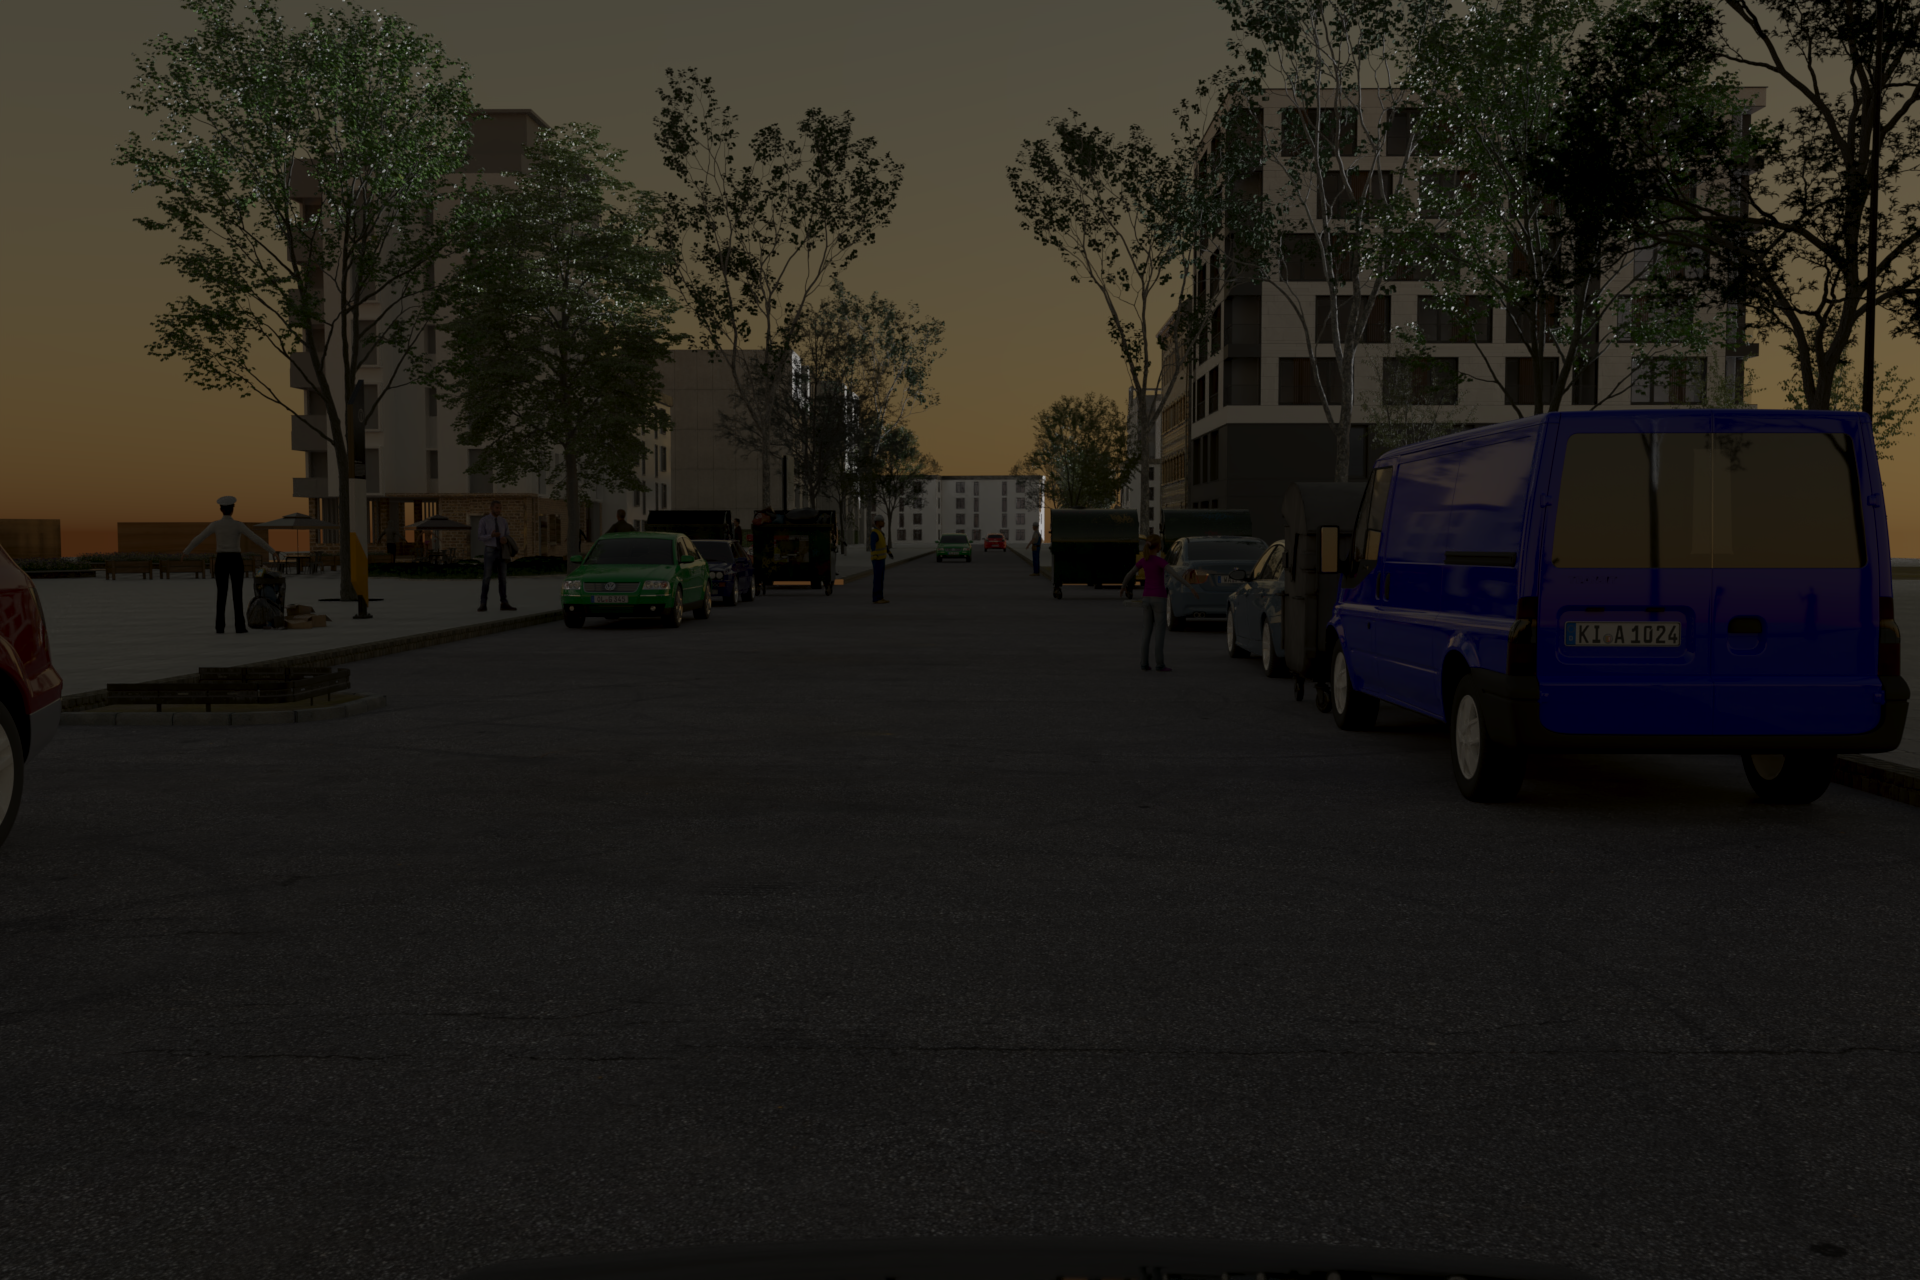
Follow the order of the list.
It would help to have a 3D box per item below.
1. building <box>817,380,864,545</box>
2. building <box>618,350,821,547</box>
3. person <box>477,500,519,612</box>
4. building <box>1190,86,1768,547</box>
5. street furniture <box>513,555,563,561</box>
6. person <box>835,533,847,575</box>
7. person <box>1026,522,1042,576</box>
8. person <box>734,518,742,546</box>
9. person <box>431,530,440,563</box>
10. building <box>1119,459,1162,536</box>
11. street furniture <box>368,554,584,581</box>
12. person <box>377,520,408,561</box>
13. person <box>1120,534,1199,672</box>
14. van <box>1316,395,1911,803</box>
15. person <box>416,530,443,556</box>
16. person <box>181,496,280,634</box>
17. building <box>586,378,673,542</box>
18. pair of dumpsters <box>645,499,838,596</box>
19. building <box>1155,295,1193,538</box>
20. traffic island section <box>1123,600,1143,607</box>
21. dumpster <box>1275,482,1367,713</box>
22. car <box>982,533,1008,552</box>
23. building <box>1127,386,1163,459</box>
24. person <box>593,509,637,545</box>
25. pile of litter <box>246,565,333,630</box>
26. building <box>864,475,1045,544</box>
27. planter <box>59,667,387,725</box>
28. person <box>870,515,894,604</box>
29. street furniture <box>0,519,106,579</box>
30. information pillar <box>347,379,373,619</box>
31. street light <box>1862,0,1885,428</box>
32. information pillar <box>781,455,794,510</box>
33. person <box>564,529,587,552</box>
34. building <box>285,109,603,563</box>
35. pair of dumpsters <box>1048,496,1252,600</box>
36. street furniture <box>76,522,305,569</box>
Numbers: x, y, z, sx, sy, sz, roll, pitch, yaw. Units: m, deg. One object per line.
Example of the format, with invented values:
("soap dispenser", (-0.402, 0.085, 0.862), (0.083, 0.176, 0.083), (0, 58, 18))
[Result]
("building", (-21.665, -21.340, 215.366), (16.747, 18.905, 31.486), (0, 4, 2))
("building", (-24.308, -19.290, 181.844), (16.747, 18.905, 31.486), (0, 4, 0))
("person", (-7.644, -1.393, 28.684), (0.709, 1.838, 0.599), (-3, 5, -43))
("building", (26.518, -15.408, 95.898), (27.936, 21.610, 32.646), (0, 4, 1))
("street furniture", (-12.461, -3.205, 68.030), (10.072, 0.657, 5.734), (-1, 4, -14))
("person", (-3.976, -2.933, 53.739), (0.705, 1.856, 1.354), (-3, 5, -40))
("person", (2.572, -3.115, 59.239), (0.705, 1.847, 1.347), (1, 4, 21))
("person", (-7.500, -3.177, 58.085), (0.704, 1.812, 1.346), (-1, 4, -17))
("person", (-22.357, -4.130, 73.709), (0.705, 1.806, 1.347), (-2, 4, -24))
("building", (23.346, -15.338, 192.916), (9.099, 9.664, 28.070), (0, 4, 1))
("street furniture", (-14.390, -2.272, 52.767), (5.734, 0.657, 10.072), (1, 4, 18))
("person", (-21.638, -3.658, 65.936), (1.348, 1.813, 0.705), (1, 4, 17))
("person", (2.064, -0.390, 18.103), (0.991, 1.433, 0.599), (3, 5, 41))
("van", (3.666, -0.398, 10.886), (2.240, 2.365, 5.245), (0, 4, 0))
("person", (-21.991, -3.971, 71.732), (1.217, 1.733, 0.721), (1, 4, 16))
("person", (-9.464, -0.979, 22.461), (1.216, 1.778, 0.721), (-1, 4, -11))
("building", (-22.153, -10.046, 106.398), (9.099, 9.664, 28.070), (0, 4, 0))
("pair of dumpsters", (-5.086, -2.171, 40.445), (4.436, 2.255, 1.574), (0, 4, 1))
("building", (24.393, -17.847, 122.733), (19.493, 23.208, 18.063), (0, 4, 1))
("traffic island section", (4.292, -0.726, 34.730), (1.991, 0.108, 1.994), (0, 4, 1))
("dumpster", (3.619, -0.374, 14.330), (1.865, 1.857, 1.264), (0, 4, 0))
("car", (2.862, -8.056, 140.760), (2.155, 1.783, 4.494), (0, 4, 1))
("building", (26.374, -22.270, 220.536), (16.016, 20.090, 11.380), (0, 4, 1))
("person", (-7.153, -1.856, 36.523), (1.348, 1.807, 0.705), (-3, 5, -41))
("pile of litter", (-9.286, -0.612, 23.978), (1.176, 0.858, 1.719), (0, 4, 1))
("building", (-2.458, -18.375, 245.033), (28.070, 9.664, 9.099), (1, 4, 10))
("planter", (-5.778, 0.440, 13.953), (1.991, 0.319, 1.994), (0, 4, 1))
("person", (-1.646, -1.673, 35.773), (0.705, 1.833, 1.349), (1, 4, 13))
("street furniture", (-29.703, -2.561, 48.734), (11.010, 1.723, 9.812), (1, 4, 23))
("information pillar", (-9.069, -2.125, 26.102), (0.183, 3.616, 0.504), (0, 4, 2))
("street light", (7.803, -2.524, 13.805), (1.470, 5.913, 1.316), (0, 4, 0))
("information pillar", (-5.177, -3.721, 52.152), (0.184, 3.620, 1.656), (0, 4, 1))
("person", (-17.841, -4.552, 80.652), (0.704, 1.802, 1.346), (3, 4, 36))
("building", (-24.060, -13.590, 78.622), (16.016, 20.090, 11.380), (0, 4, 1))
("pair of dumpsters", (4.177, -2.042, 38.335), (4.436, 2.255, 1.574), (0, 4, 1))
("street furniture", (-30.397, -3.631, 66.227), (9.812, 1.723, 11.010), (1, 4, 11))
